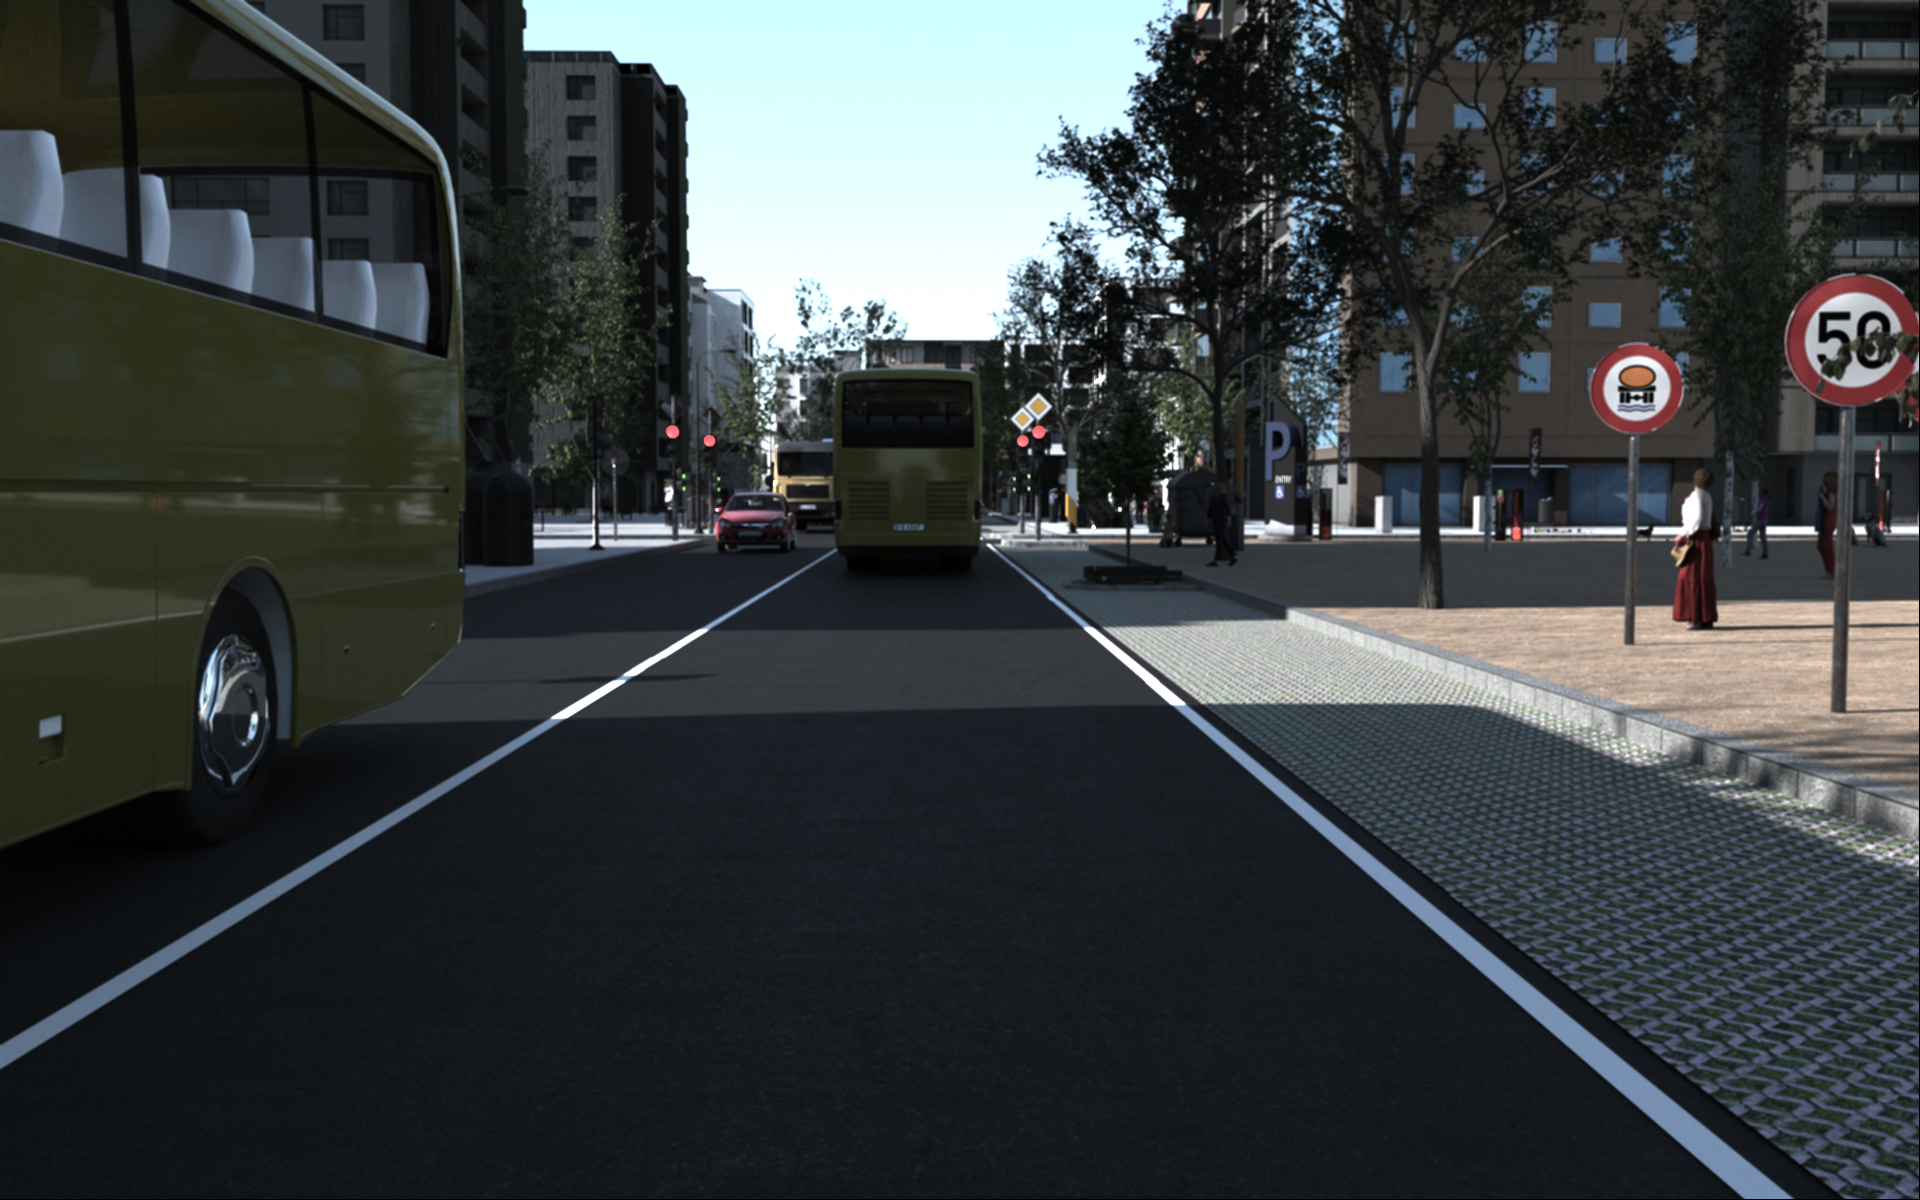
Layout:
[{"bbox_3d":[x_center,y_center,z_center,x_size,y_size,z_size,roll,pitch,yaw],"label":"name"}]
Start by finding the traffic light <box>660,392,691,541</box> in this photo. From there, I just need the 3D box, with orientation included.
[{"bbox_3d":[-7.838,-3.593,47.672,0.839,4.253,0.868,0,4,-1],"label":"traffic light"}]

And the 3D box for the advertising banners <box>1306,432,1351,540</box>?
[{"bbox_3d":[10.202,-3.193,48.390,2.074,3.025,0.090,-3,4,-36],"label":"advertising banners"}]

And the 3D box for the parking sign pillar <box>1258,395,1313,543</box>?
[{"bbox_3d":[8.725,-3.541,46.372,1.447,3.967,1.447,-2,4,-27],"label":"parking sign pillar"}]

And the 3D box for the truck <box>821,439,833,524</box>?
[{"bbox_3d":[-5.586,-6.135,90.068,2.967,4.110,18.799,0,4,0],"label":"truck"}]

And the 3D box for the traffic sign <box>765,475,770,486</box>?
[{"bbox_3d":[-12.749,-7.106,116.292,0.768,2.556,0.104,0,4,4],"label":"traffic sign"}]

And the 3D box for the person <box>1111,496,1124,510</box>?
[{"bbox_3d":[7.276,-4.468,79.918,0.655,1.722,0.431,-1,4,-17],"label":"person"}]

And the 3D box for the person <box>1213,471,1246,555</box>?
[{"bbox_3d":[5.682,-1.837,36.605,0.617,1.759,0.750,2,4,25],"label":"person"}]

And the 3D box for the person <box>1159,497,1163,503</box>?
[{"bbox_3d":[10.702,-5.250,95.067,0.799,1.438,0.628,-1,4,-14],"label":"person"}]

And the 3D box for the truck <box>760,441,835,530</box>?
[{"bbox_3d":[-5.534,-4.289,66.045,3.469,3.379,9.791,0,4,-1],"label":"truck"}]

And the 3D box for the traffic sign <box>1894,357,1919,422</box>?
[{"bbox_3d":[7.502,-0.805,13.275,0.768,2.556,0.104,0,4,5],"label":"traffic sign"}]

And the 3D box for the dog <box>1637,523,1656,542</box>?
[{"bbox_3d":[18.213,-1.795,46.180,0.540,0.507,0.406,-1,4,-18],"label":"dog"}]

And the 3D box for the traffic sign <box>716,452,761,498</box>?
[{"bbox_3d":[-10.823,-5.521,84.136,2.265,3.308,0.079,0,4,2],"label":"traffic sign"}]

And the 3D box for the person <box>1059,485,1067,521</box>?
[{"bbox_3d":[4.906,-4.562,81.434,0.445,1.727,0.742,0,4,-4],"label":"person"}]

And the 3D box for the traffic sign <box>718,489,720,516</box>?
[{"bbox_3d":[-12.036,-5.288,86.565,0.768,2.556,0.104,0,4,5],"label":"traffic sign"}]

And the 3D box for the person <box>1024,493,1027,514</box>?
[{"bbox_3d":[4.381,-6.498,113.093,0.742,1.727,0.445,3,5,41],"label":"person"}]

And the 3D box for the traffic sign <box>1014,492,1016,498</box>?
[{"bbox_3d":[3.438,-6.615,108.264,0.768,2.556,0.104,0,4,4],"label":"traffic sign"}]

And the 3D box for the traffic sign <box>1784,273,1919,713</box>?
[{"bbox_3d":[5.163,-0.611,10.101,0.768,2.556,0.104,0,4,5],"label":"traffic sign"}]

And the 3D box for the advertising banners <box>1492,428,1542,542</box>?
[{"bbox_3d":[15.083,-3.100,46.870,0.090,3.025,2.074,-1,4,-17],"label":"advertising banners"}]

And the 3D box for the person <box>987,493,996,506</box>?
[{"bbox_3d":[3.342,-10.690,181.530,1.217,1.736,0.721,-2,4,-34],"label":"person"}]

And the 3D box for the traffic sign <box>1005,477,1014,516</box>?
[{"bbox_3d":[3.073,-6.283,102.736,0.884,2.594,0.081,0,4,6],"label":"traffic sign"}]

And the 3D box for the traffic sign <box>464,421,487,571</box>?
[{"bbox_3d":[-8.172,-1.735,28.377,0.884,2.594,0.081,1,4,9],"label":"traffic sign"}]

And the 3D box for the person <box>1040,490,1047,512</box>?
[{"bbox_3d":[3.959,-4.627,84.396,0.600,1.496,0.574,0,4,3],"label":"person"}]

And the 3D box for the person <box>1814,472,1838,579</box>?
[{"bbox_3d":[13.070,-1.125,26.149,0.593,1.614,0.444,-3,4,-36],"label":"person"}]

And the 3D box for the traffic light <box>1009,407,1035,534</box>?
[{"bbox_3d":[1.992,-4.094,55.858,0.839,4.253,0.868,0,4,-1],"label":"traffic light"}]

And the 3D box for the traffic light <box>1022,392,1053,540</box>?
[{"bbox_3d":[2.141,-3.606,47.875,0.839,4.253,0.868,0,4,-1],"label":"traffic light"}]

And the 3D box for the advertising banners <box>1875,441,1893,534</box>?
[{"bbox_3d":[30.390,-3.720,57.015,0.090,3.025,2.074,1,4,14],"label":"advertising banners"}]

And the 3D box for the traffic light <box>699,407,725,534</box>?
[{"bbox_3d":[-7.987,-4.082,55.656,0.839,4.253,0.868,0,4,-1],"label":"traffic light"}]

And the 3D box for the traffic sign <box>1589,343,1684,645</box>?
[{"bbox_3d":[5.702,-0.891,14.678,0.768,2.556,0.104,0,4,7],"label":"traffic sign"}]

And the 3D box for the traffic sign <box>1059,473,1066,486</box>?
[{"bbox_3d":[6.217,-6.386,104.522,0.768,2.556,0.104,0,4,1],"label":"traffic sign"}]

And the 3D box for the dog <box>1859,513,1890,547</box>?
[{"bbox_3d":[22.267,-1.682,41.878,0.800,0.831,0.513,2,4,30],"label":"dog"}]

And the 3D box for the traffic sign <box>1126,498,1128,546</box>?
[{"bbox_3d":[4.102,-2.588,42.314,0.884,2.594,0.081,0,4,0],"label":"traffic sign"}]

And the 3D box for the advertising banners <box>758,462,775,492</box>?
[{"bbox_3d":[-10.824,-6.009,94.437,2.074,3.025,0.090,1,4,10],"label":"advertising banners"}]

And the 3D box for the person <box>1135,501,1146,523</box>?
[{"bbox_3d":[8.177,-4.308,77.009,0.750,1.759,0.617,-2,4,-24],"label":"person"}]

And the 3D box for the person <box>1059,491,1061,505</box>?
[{"bbox_3d":[11.990,-12.383,210.924,1.348,1.831,0.705,2,4,31],"label":"person"}]

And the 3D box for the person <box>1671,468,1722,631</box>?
[{"bbox_3d":[6.985,-0.483,16.413,0.387,1.526,0.523,3,5,39],"label":"person"}]

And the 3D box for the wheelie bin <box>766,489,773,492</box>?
[{"bbox_3d":[-12.188,-6.296,110.854,0.693,1.594,0.980,-2,4,-32],"label":"wheelie bin"}]

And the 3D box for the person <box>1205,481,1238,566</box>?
[{"bbox_3d":[4.670,-1.364,30.879,0.613,1.512,0.480,-3,5,-42],"label":"person"}]

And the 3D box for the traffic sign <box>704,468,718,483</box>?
[{"bbox_3d":[-11.854,-5.056,82.770,0.768,2.556,0.104,0,4,2],"label":"traffic sign"}]

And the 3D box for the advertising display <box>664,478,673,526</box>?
[{"bbox_3d":[-11.565,-3.915,69.232,0.123,1.923,0.974,-2,4,-35],"label":"advertising display"}]

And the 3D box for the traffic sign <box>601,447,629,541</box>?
[{"bbox_3d":[-9.431,-2.890,47.362,0.768,2.556,0.104,0,4,1],"label":"traffic sign"}]

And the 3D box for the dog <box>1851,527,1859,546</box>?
[{"bbox_3d":[22.077,-1.736,42.762,0.800,0.831,0.513,0,4,5],"label":"dog"}]
